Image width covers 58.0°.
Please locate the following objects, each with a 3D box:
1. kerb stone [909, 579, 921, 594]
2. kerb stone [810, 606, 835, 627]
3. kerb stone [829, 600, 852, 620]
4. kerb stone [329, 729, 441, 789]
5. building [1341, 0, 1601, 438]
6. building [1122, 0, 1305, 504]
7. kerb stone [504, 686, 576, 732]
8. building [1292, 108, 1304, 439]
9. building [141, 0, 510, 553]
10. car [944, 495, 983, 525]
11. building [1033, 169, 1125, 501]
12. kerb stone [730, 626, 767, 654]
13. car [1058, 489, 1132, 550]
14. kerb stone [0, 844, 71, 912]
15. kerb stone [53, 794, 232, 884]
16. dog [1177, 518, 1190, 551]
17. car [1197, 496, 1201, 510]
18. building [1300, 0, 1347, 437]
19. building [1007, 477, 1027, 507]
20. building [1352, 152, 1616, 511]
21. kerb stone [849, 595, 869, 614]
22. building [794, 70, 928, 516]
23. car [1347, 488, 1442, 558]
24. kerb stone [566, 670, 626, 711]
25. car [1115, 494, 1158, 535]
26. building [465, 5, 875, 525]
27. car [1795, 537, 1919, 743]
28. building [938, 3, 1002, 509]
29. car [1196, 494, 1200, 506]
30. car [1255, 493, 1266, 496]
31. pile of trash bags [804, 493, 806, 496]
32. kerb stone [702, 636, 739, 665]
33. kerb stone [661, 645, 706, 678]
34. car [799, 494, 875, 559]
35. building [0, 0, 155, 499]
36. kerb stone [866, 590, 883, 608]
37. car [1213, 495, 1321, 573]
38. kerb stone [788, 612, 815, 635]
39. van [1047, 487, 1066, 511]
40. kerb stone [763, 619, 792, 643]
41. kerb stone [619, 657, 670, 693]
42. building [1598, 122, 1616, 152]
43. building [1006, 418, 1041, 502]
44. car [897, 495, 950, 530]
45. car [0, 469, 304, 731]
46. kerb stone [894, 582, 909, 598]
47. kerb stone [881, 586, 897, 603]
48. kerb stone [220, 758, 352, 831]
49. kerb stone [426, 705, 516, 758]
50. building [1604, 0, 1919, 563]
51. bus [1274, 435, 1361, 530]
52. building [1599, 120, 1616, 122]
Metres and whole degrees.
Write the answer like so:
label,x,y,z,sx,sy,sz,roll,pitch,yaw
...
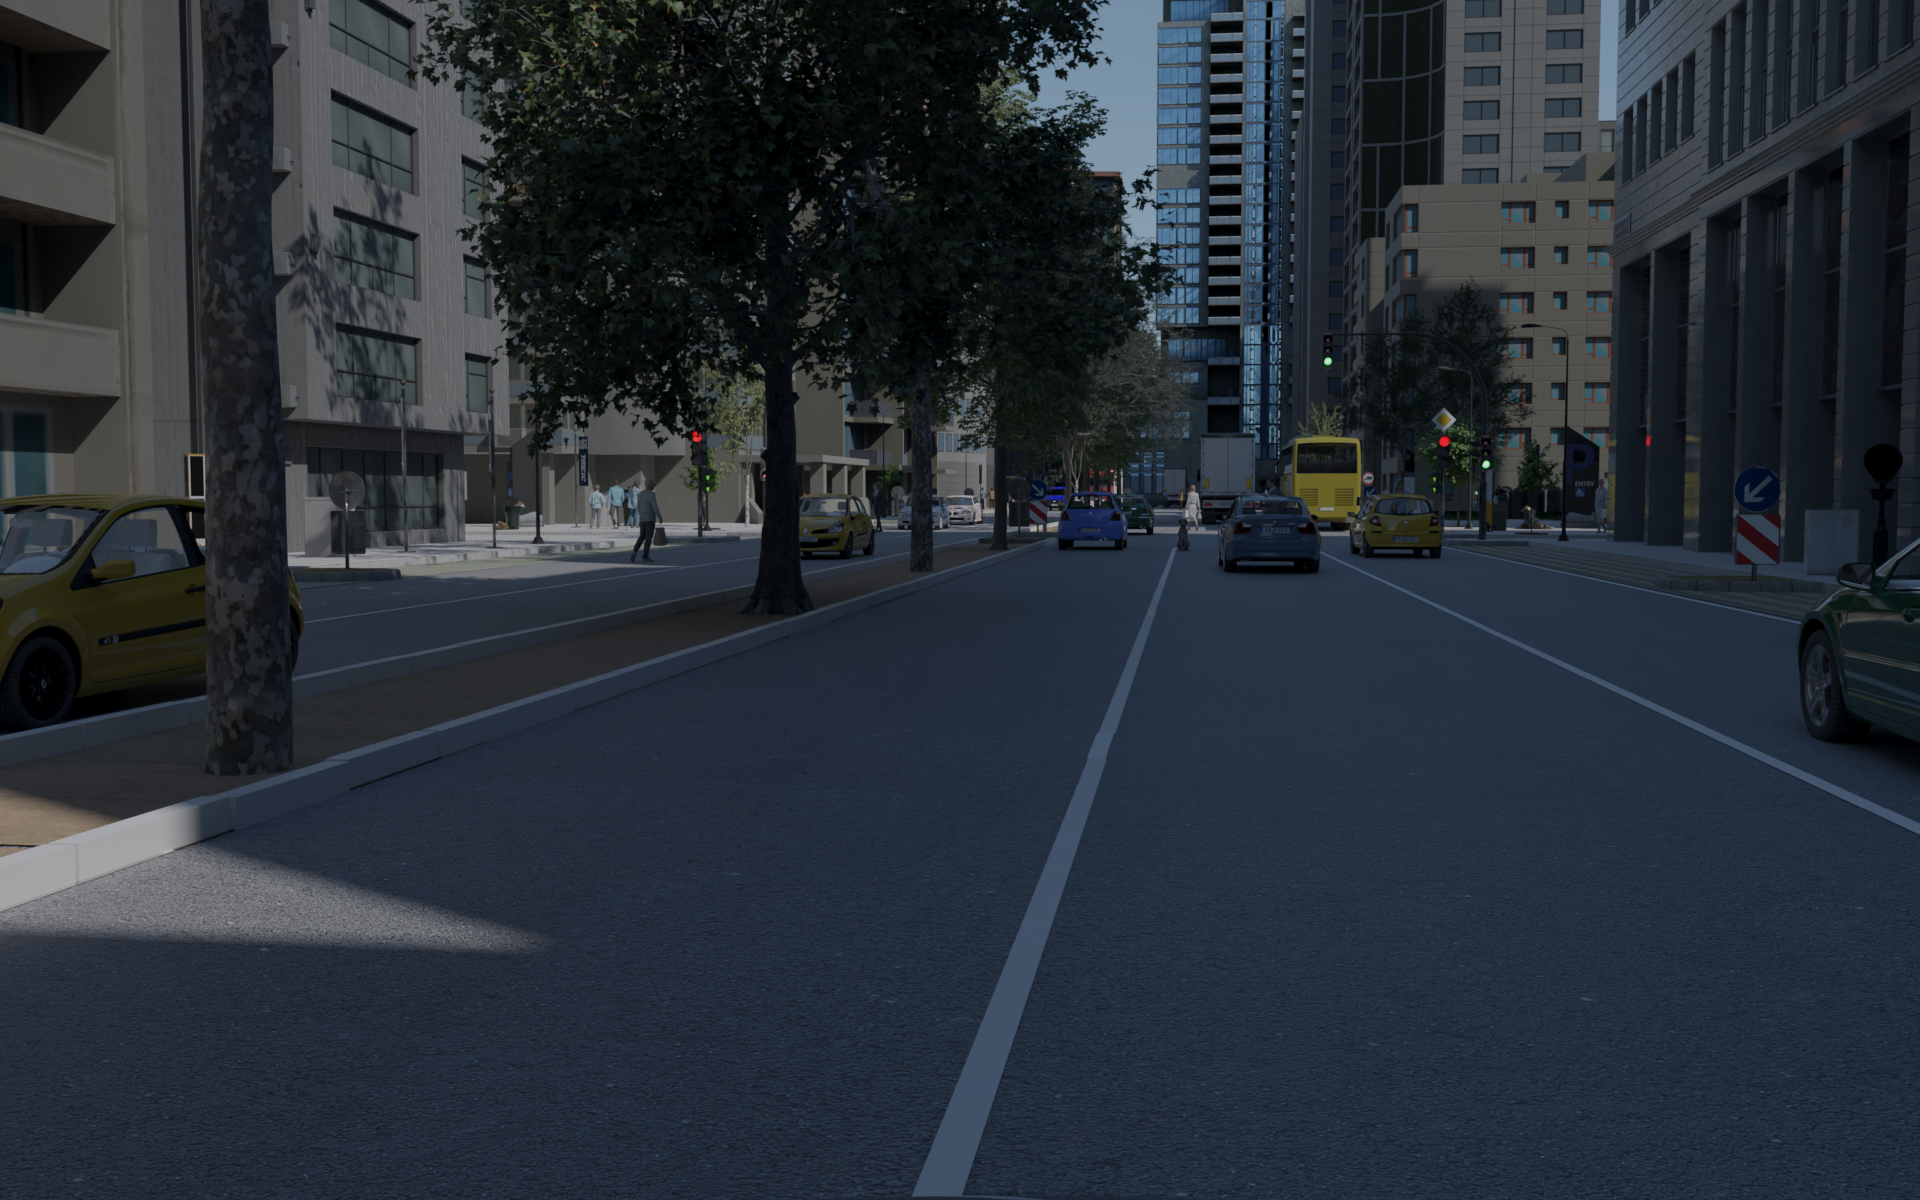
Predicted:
label,x,y,z,sx,sy,sz,roll,pitch,yaw
kerb stone,-0.746,-0.172,25.123,0.120,0.150,1.000,0,4,8
kerb stone,-1.566,0.196,19.025,0.120,0.150,1.000,0,4,8
kerb stone,-1.439,0.132,20.039,0.120,0.150,1.000,0,4,8
kerb stone,-2.952,0.815,8.884,0.120,0.150,1.000,0,4,8
building,42.434,-43.534,150.031,20.563,71.187,20.611,0,4,8
building,37.208,-55.705,223.450,31.000,86.520,22.319,0,4,8
kerb stone,-2.668,0.690,10.908,0.120,0.150,1.000,0,4,8
building,45.190,-33.413,196.414,14.600,45.320,14.200,0,4,8
building,-19.752,-16.637,43.711,14.107,30.474,14.160,0,4,8
car,-0.018,-4.239,81.675,2.083,1.381,4.827,0,4,8
building,7.038,-35.120,228.827,28.867,44.769,22.147,0,4,8
kerb stone,-1.984,0.380,15.984,0.120,0.150,1.000,0,4,8
car,3.534,-2.207,45.676,1.945,1.707,3.694,0,4,8
kerb stone,-3.361,1.000,5.843,0.120,0.150,1.000,0,4,8
kerb stone,-3.225,0.938,6.857,0.120,0.150,1.000,0,4,8
dog,5.539,-1.642,43.691,0.513,0.831,0.800,3,5,44
car,22.349,-9.008,157.071,2.009,1.686,4.222,0,4,8
building,45.198,-38.694,174.650,21.231,58.520,28.212,0,4,8
building,-9.797,-29.644,176.567,32.217,40.220,23.993,0,4,8
building,40.353,-16.194,109.804,27.650,21.520,28.899,0,4,8
kerb stone,-1.293,0.070,21.051,0.120,0.150,1.000,0,4,8
building,-12.229,-28.214,115.926,22.147,44.769,28.867,0,4,8
car,10.072,-1.834,40.212,2.015,1.641,3.980,0,4,6
kerb stone,-2.535,0.629,11.924,0.120,0.150,1.000,0,4,8
car,6.053,-3.084,62.226,2.131,1.459,4.920,0,4,7
building,-21.253,-23.897,82.605,32.217,40.220,23.993,0,4,8
car,5.655,0.200,8.530,2.131,1.459,4.920,1,4,9
building,-8.378,-37.155,149.482,21.231,58.520,28.212,0,4,8
car,27.928,-11.592,199.755,2.015,1.641,3.980,1,4,9
car,23.297,-7.744,135.653,2.155,1.783,4.494,0,4,6
pile of trash bags,-10.772,-7.612,134.201,1.912,1.369,3.447,2,4,26
kerb stone,-2.125,0.445,14.965,0.120,0.150,1.000,0,4,8
kerb stone,-2.262,0.504,13.952,0.120,0.150,1.000,0,4,8
car,-3.076,-1.788,39.458,2.015,1.641,3.980,0,4,8
building,-26.595,-24.308,21.136,21.300,48.544,21.600,0,4,8
kerb stone,-1.161,0.011,22.066,0.120,0.150,1.000,0,4,8
car,5.845,-1.283,32.978,2.014,1.417,4.499,0,4,6
kerb stone,-1.701,0.260,18.009,0.120,0.150,1.000,0,4,8
van,8.317,-8.746,147.373,2.240,2.365,5.245,1,4,9
kerb stone,-1.853,0.318,16.998,0.120,0.150,1.000,0,4,8
kerb stone,-2.397,0.566,12.939,0.120,0.150,1.000,0,4,8
building,75.067,-31.136,192.664,14.086,41.232,14.154,0,4,8
building,2.347,-31.730,202.386,14.086,41.232,14.154,0,4,8
car,-1.456,-3.593,70.742,2.014,1.417,4.499,0,4,6
car,-6.171,-0.095,11.781,2.015,1.641,3.980,1,4,9
kerb stone,-0.886,-0.117,24.100,0.120,0.150,1.000,0,4,8
kerb stone,-1.024,-0.054,23.079,0.120,0.150,1.000,0,4,8
kerb stone,-3.072,0.883,7.869,0.120,0.150,1.000,0,4,8
kerb stone,-2.803,0.752,9.895,0.120,0.150,1.000,0,4,8
building,21.019,-15.513,31.137,11.434,29.767,29.804,0,4,8
bus,14.619,-4.867,71.123,2.896,3.916,12.252,0,4,8
building,67.854,-36.839,221.924,30.456,49.044,23.786,0,4,8
